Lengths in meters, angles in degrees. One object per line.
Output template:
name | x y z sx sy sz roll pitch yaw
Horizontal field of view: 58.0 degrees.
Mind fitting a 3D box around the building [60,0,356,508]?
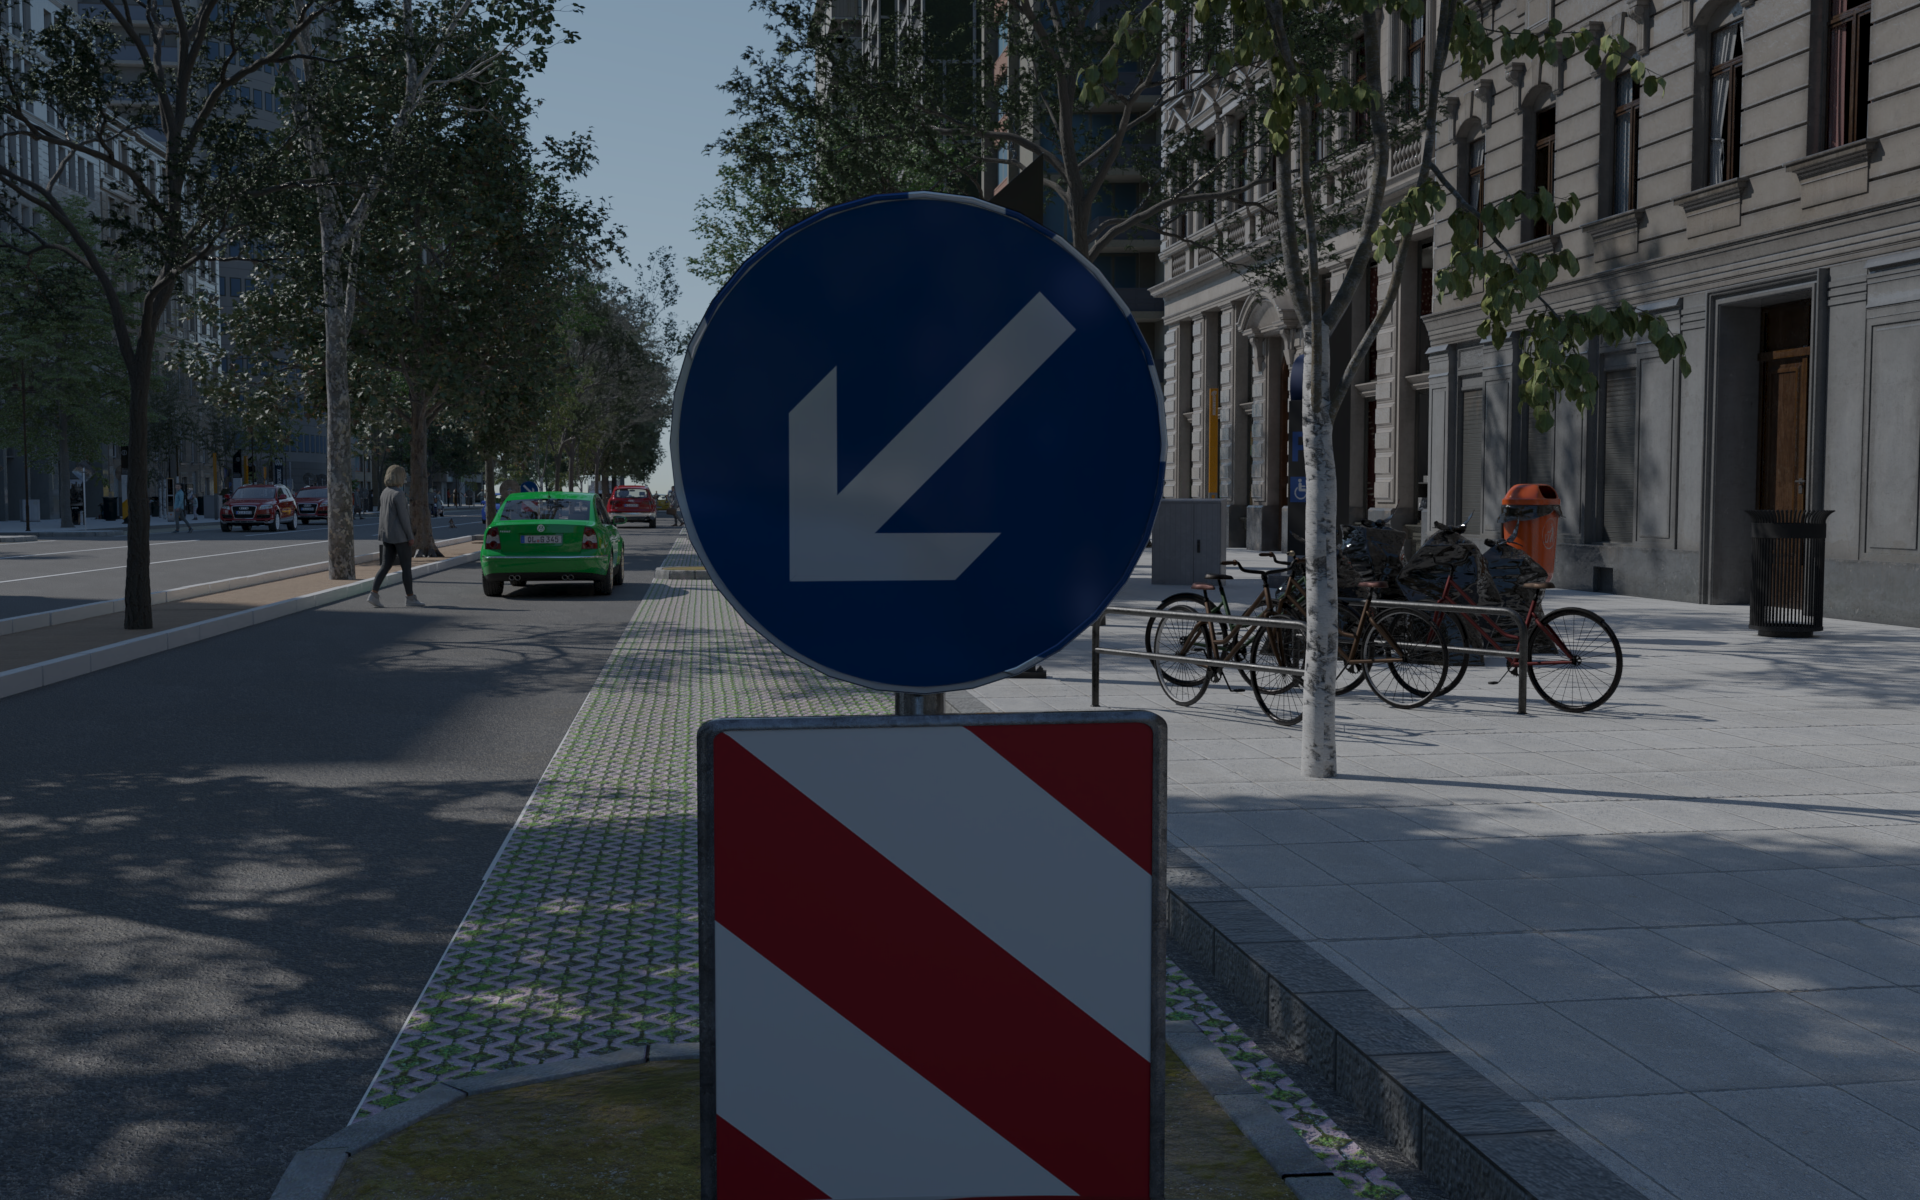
building | -64.856 -36.879 144.966 21.231 58.520 28.212 -1 4 -8

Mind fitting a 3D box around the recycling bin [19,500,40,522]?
recycling bin | -42.882 -4.116 79.844 0.722 1.027 0.722 -3 4 -38

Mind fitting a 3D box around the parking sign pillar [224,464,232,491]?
parking sign pillar | -52.746 -8.274 123.748 1.447 3.967 1.447 0 4 7

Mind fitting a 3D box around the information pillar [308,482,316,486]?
information pillar | -42.170 -6.612 112.605 0.304 2.012 0.304 0 4 5

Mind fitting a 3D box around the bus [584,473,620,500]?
bus | -33.507 -10.552 164.073 2.896 3.916 12.252 0 4 -7

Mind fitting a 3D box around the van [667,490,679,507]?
van | -27.162 -9.671 165.131 2.013 2.044 4.112 0 4 -8

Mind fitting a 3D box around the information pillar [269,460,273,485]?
information pillar | -47.063 -7.766 118.324 0.504 3.616 0.183 3 5 42

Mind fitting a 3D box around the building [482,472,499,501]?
building | -87.652 -41.644 270.112 28.713 52.752 27.495 -1 4 -8

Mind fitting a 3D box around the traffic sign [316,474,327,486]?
traffic sign | -40.093 -6.655 108.916 0.768 2.556 0.104 0 4 -1

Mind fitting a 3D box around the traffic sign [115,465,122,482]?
traffic sign | -36.157 -4.575 74.903 0.768 2.556 0.104 0 4 1

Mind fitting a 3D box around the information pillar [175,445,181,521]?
information pillar | -37.076 -5.547 82.056 0.183 3.616 0.504 -2 4 -29

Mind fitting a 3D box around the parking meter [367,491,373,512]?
parking meter | -42.503 -7.120 124.818 0.372 1.533 0.369 0 3 0

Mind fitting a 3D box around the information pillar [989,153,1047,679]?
information pillar | 0.353 -1.264 12.023 0.504 3.616 0.183 0 4 3

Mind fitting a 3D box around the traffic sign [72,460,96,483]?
traffic sign | -30.097 -3.507 59.526 0.795 2.593 0.064 -1 4 -8

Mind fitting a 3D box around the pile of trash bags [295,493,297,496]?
pile of trash bags | -46.875 -6.797 120.876 1.912 1.369 3.447 0 4 -3

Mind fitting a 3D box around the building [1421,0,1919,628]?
building | 13.406 -10.401 19.208 9.793 20.994 18.267 -1 4 -8

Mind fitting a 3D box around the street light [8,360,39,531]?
street light | -32.246 -5.319 59.749 0.468 5.910 1.993 -1 4 -8

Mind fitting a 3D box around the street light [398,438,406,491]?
street light | -43.462 -9.932 135.183 0.468 5.910 1.993 -1 4 -8

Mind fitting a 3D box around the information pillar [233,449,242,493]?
information pillar | -37.198 -5.986 89.222 0.504 3.616 0.183 1 4 15

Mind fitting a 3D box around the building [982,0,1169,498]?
building | 13.957 -26.162 82.366 28.867 44.769 22.147 -1 4 -8

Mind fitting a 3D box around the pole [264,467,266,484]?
pole | -52.341 -8.360 130.527 0.158 3.312 0.155 0 3 0

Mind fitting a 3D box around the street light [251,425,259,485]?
street light | -36.547 -7.138 89.489 0.468 5.910 1.993 -1 4 -8

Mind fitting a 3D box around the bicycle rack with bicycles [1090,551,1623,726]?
bicycle rack with bicycles | 2.060 0.179 10.459 2.852 0.926 2.925 -2 4 -35

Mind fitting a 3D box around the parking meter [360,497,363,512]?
parking meter | -43.821 -7.221 126.479 0.372 1.533 0.369 0 3 0

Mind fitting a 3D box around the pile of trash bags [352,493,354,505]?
pile of trash bags | -46.119 -7.223 127.850 3.447 1.369 1.912 0 4 6

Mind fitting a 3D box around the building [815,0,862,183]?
building | -0.513 -36.005 177.920 28.713 52.752 27.495 -1 4 -8

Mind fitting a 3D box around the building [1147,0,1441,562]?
building | 11.590 -12.799 38.140 11.050 23.489 19.941 -1 4 -8

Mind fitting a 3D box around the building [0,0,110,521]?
building | -50.198 -18.475 79.559 11.434 29.767 29.804 -1 4 -8

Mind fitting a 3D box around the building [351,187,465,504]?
building | -74.145 -33.400 229.691 14.154 41.232 14.086 -1 4 -8

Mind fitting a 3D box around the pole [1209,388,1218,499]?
pole | 4.903 -2.428 33.540 0.158 3.312 0.155 0 3 0

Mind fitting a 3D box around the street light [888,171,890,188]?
street light | -1.103 -3.188 24.907 0.468 5.910 1.993 -1 4 -8

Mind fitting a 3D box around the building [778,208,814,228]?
building | -15.877 -37.000 259.581 22.147 44.769 28.867 -1 4 -8

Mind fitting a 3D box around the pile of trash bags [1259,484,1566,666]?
pile of trash bags | 4.103 -0.287 14.438 1.912 1.369 3.447 3 5 43

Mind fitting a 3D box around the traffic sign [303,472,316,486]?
traffic sign | -38.154 -6.207 101.598 0.768 2.556 0.104 0 4 -8

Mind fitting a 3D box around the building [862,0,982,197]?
building | 0.310 -43.691 152.600 20.563 71.187 20.611 -1 4 -8

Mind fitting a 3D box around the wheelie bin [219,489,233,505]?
wheelie bin | -42.047 -5.588 99.273 0.980 1.594 0.693 2 4 26

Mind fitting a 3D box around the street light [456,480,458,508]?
street light | -47.853 -11.725 164.491 0.468 5.910 1.993 -1 4 -8

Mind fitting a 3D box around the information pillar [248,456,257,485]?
information pillar | -43.023 -6.943 104.871 0.504 3.616 0.183 0 4 -1

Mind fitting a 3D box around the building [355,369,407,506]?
building | -72.419 -20.107 173.789 27.650 21.520 28.899 -1 4 -8

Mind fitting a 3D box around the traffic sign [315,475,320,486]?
traffic sign | -42.056 -6.927 113.358 0.768 2.556 0.104 0 4 0

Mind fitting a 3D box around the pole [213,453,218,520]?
pole | -36.933 -5.630 85.901 0.158 3.312 0.155 0 3 0

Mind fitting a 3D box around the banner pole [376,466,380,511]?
banner pole | -44.750 -8.773 133.463 0.401 3.779 0.863 0 4 -6

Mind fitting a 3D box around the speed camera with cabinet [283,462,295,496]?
speed camera with cabinet | -41.331 -6.864 106.566 0.660 3.252 2.038 -1 4 -16

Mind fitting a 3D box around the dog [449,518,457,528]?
dog | -21.384 -3.240 73.167 0.550 0.427 0.748 2 4 30

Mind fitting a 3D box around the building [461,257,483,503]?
building | -80.616 -38.093 246.513 21.300 48.544 21.600 -1 4 -8

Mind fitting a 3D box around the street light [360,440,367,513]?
street light | -40.887 -8.936 118.894 0.468 5.910 1.993 -1 4 -8

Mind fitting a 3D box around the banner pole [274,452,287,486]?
banner pole | -40.811 -6.988 104.269 0.863 3.779 0.401 -1 4 -19

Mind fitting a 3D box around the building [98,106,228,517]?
building | -54.755 -18.923 106.661 12.463 27.353 25.104 -1 4 -8

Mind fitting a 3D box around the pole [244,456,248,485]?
pole | -38.065 -6.027 92.390 0.158 3.312 0.155 0 3 0

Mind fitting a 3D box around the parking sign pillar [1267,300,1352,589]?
parking sign pillar | 4.929 -2.156 23.728 1.447 3.967 1.447 2 4 32

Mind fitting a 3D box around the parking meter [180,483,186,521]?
parking meter | -37.520 -4.753 83.416 0.399 1.863 0.255 -1 4 -9

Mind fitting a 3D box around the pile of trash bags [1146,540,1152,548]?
pile of trash bags | 3.159 -1.986 42.229 1.912 1.369 3.447 -2 4 -31

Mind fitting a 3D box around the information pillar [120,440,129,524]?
information pillar | -35.841 -5.089 74.551 0.504 3.616 0.183 -1 4 -12

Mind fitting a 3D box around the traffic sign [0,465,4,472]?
traffic sign | -28.921 -3.024 51.628 0.795 2.593 0.064 -1 4 -8

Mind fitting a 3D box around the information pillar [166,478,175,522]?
information pillar | -36.518 -4.625 80.119 0.304 2.012 0.304 -2 4 -24

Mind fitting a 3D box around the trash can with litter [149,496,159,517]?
trash can with litter | -45.359 -5.267 97.497 0.624 1.170 1.055 -2 4 -28
